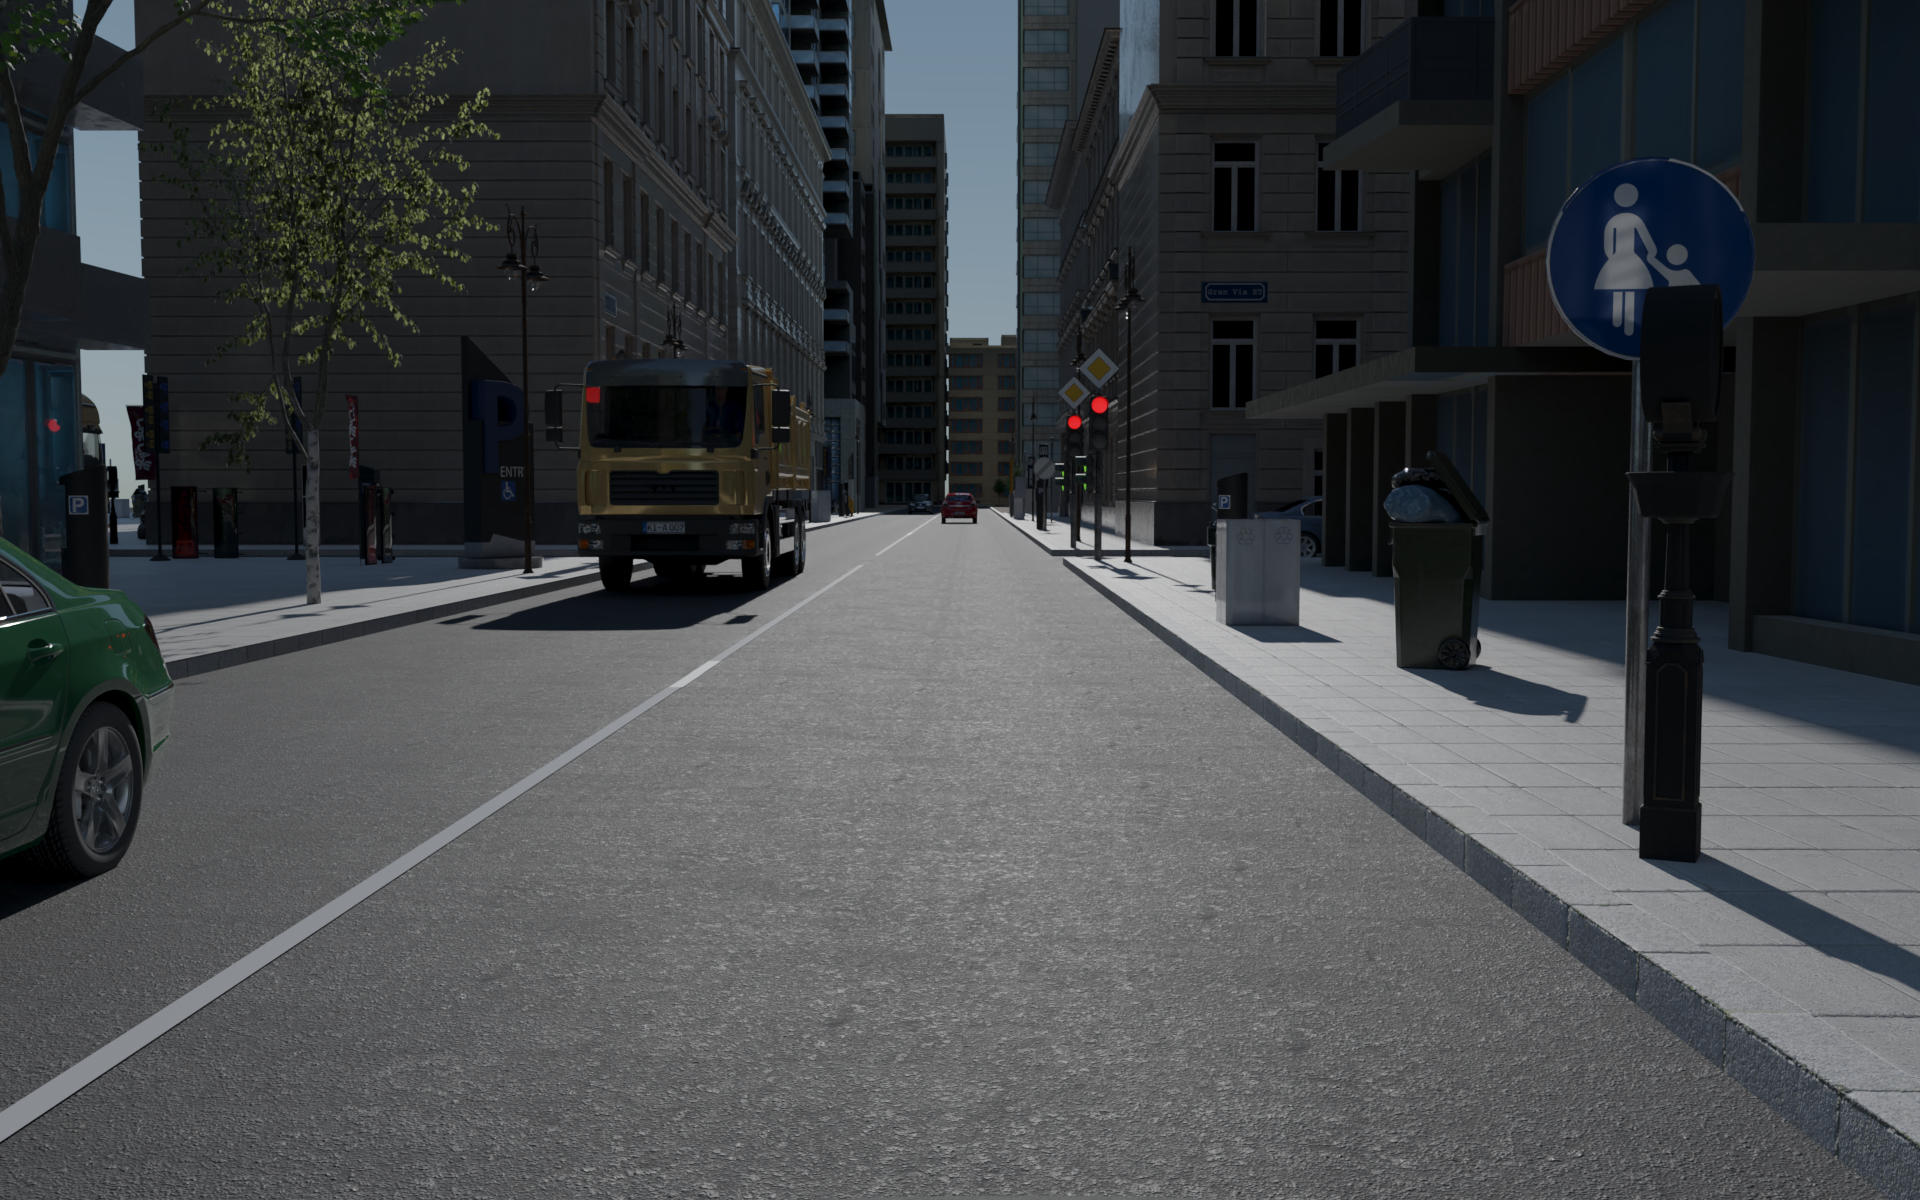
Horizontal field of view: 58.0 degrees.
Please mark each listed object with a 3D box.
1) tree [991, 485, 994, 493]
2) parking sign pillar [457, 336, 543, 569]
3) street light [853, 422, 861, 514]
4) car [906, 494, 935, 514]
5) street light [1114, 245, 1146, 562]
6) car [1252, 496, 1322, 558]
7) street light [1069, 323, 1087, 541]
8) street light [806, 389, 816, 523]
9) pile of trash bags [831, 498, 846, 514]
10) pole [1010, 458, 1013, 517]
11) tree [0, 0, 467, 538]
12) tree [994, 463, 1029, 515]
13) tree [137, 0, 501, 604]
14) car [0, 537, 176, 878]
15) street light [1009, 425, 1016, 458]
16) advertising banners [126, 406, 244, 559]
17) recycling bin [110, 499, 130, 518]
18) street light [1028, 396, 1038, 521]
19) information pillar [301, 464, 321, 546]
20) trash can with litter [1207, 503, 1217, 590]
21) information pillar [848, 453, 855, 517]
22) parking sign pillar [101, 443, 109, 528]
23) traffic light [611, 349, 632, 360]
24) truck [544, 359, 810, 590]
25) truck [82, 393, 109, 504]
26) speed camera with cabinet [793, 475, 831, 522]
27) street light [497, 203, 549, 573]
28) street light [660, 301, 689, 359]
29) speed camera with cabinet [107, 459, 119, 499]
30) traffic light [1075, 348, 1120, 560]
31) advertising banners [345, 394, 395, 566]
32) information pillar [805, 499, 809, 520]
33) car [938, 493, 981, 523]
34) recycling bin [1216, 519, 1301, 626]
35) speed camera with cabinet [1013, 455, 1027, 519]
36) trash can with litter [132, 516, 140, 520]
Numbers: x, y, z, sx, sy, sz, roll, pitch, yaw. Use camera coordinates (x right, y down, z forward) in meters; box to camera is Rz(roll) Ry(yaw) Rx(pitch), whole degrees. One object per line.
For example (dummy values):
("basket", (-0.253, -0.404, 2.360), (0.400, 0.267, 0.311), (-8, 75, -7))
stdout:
("tree", (4.601, -12.203, 194.119), (1.663, 3.219, 1.824), (0, 3, 0))
("parking sign pillar", (-8.010, -2.545, 30.091), (1.447, 3.967, 1.447), (2, 4, 30))
("street light", (-6.571, -8.470, 111.280), (0.468, 5.910, 1.993), (0, 4, 0))
("car", (-2.811, -6.958, 123.547), (2.009, 1.686, 4.222), (0, 4, -1))
("street light", (3.163, -3.649, 32.446), (0.468, 5.910, 1.993), (0, 4, 0))
("car", (8.475, -1.540, 37.182), (4.499, 1.417, 2.014), (0, 4, 0))
("street light", (3.216, -4.531, 46.862), (0.468, 5.910, 1.993), (0, 4, 0))
("street light", (-6.631, -6.339, 76.426), (0.468, 5.910, 1.993), (0, 4, 0))
("pile of trash bags", (-9.021, -6.434, 114.950), (3.447, 1.369, 1.912), (3, 5, 41))
("pole", (2.889, -6.294, 96.744), (0.158, 3.312, 0.155), (0, 3, 0))
("tree", (-7.702, -5.376, 13.651), (9.928, 11.665, 9.643), (0, 3, 0))
("tree", (3.544, -7.312, 114.145), (1.663, 3.219, 1.824), (0, 3, 0))
("tree", (-7.557, -4.276, 20.268), (4.360, 8.622, 3.978), (0, 3, 0))
("car", (-4.101, 0.406, 5.165), (2.131, 1.459, 4.920), (0, 4, -1))
("street light", (3.534, -8.772, 116.203), (0.468, 5.910, 1.993), (0, 4, 0))
("advertising banners", (-15.329, -2.329, 34.266), (2.074, 3.025, 0.090), (-1, 4, -16))
("recycling bin", (-45.026, -4.910, 92.825), (0.722, 1.027, 0.722), (0, 4, 7))
("street light", (3.442, -6.651, 81.532), (0.468, 5.910, 1.993), (0, 4, 0))
("information pillar", (-15.937, -2.326, 42.529), (0.304, 2.012, 0.304), (3, 5, 40))
("trash can with litter", (3.808, -0.706, 22.935), (1.055, 1.170, 0.624), (1, 4, 21))
("information pillar", (-6.211, -6.564, 98.673), (0.183, 3.616, 0.504), (-2, 4, -32))
("parking sign pillar", (-33.104, -4.754, 66.200), (1.447, 3.967, 1.447), (3, 5, 45))
("traffic light", (-6.509, -2.725, 33.472), (0.839, 4.253, 0.868), (0, 4, 0))
("truck", (-4.113, -1.966, 28.075), (3.469, 3.379, 9.791), (0, 3, 0))
("truck", (-24.211, -3.010, 38.123), (11.283, 4.237, 2.839), (0, 3, 0))
("speed camera with cabinet", (-6.781, -5.205, 79.443), (0.660, 3.252, 2.038), (2, 4, 35))
("street light", (-6.999, -3.371, 27.901), (0.468, 5.910, 1.993), (0, 4, 0))
("street light", (-6.851, -4.215, 41.703), (0.468, 5.910, 1.993), (0, 4, 0))
("speed camera with cabinet", (-48.176, -6.267, 96.801), (2.038, 3.252, 0.660), (-2, 4, -34))
("traffic light", (2.653, -2.722, 33.433), (0.839, 4.253, 0.868), (0, 4, 0))
("advertising banners", (-10.665, -2.148, 31.311), (0.090, 3.025, 2.074), (0, 4, 3))
("information pillar", (-7.712, -5.039, 86.883), (0.304, 2.012, 0.304), (2, 4, 32))
("car", (-0.038, -4.709, 86.040), (2.155, 1.783, 4.494), (0, 4, 0))
("recycling bin", (2.953, -0.283, 17.187), (0.722, 1.027, 0.722), (0, 4, 0))
("speed camera with cabinet", (3.047, -5.794, 89.060), (0.660, 3.252, 2.038), (0, 4, -2))
("trash can with litter", (-43.041, -4.938, 91.786), (2.233, 1.210, 1.678), (-3, 5, -45))
